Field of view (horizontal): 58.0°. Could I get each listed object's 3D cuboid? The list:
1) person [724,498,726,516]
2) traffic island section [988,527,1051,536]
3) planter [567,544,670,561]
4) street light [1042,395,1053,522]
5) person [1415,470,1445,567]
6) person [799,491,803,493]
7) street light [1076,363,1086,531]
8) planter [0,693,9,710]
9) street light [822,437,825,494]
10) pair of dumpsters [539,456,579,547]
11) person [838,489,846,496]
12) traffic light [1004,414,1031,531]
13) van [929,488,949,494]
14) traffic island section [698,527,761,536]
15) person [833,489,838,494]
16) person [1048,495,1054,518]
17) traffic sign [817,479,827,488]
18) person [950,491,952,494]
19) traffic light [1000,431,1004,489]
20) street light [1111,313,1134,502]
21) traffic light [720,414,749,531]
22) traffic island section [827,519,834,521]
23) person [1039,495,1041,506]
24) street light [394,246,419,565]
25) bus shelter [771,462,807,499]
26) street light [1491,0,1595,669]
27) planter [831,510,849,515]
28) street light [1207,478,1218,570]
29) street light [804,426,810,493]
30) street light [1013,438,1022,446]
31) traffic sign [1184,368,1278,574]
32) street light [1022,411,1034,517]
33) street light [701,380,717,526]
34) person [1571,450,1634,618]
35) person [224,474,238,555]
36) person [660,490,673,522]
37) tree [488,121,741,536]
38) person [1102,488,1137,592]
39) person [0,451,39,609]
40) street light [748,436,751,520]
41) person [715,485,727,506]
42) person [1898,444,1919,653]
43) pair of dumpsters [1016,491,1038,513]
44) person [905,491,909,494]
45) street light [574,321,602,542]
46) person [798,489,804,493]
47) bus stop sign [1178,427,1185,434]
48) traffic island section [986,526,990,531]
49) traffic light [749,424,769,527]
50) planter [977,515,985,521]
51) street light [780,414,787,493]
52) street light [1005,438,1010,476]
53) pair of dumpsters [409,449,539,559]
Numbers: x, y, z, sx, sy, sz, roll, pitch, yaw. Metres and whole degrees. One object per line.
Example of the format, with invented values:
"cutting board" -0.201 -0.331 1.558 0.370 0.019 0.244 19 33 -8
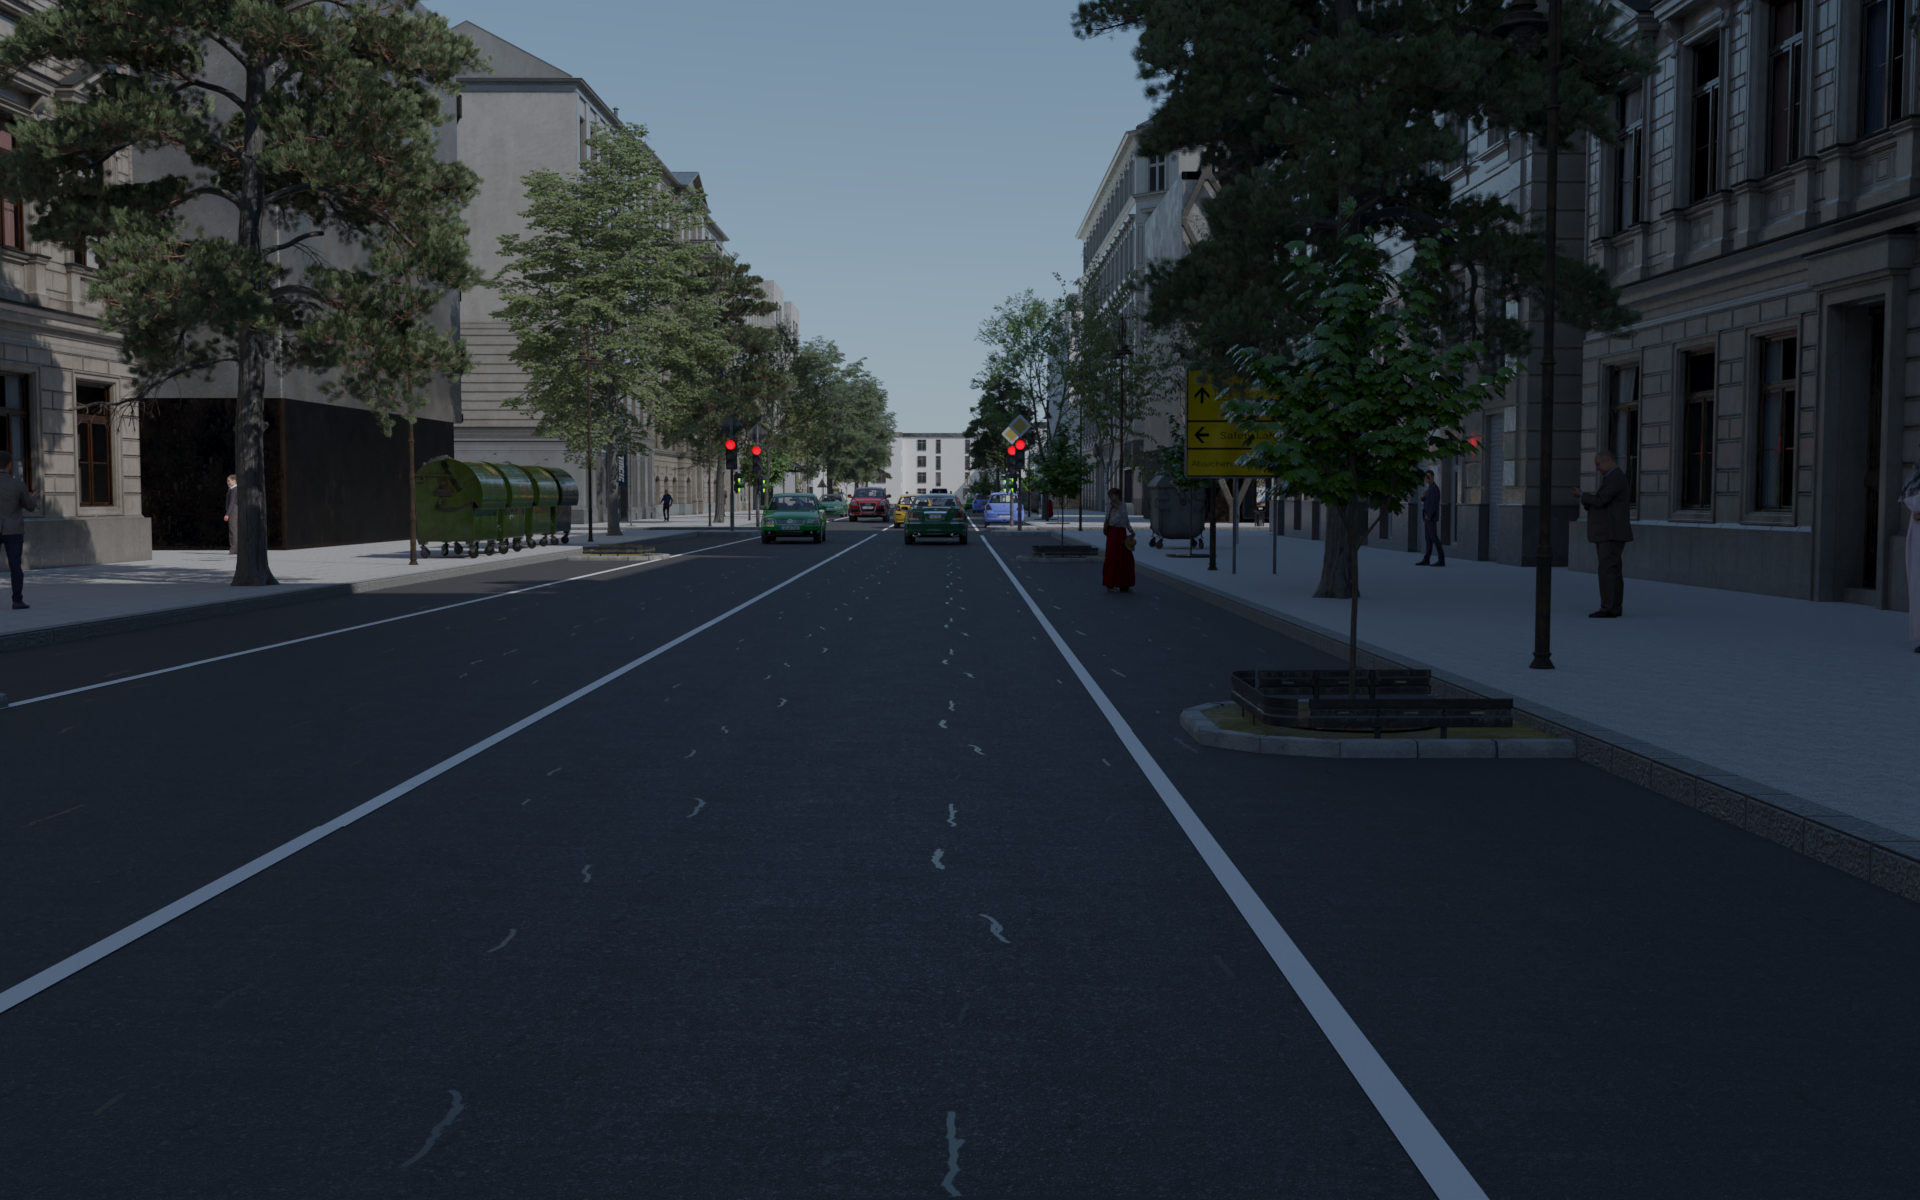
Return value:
"person" -13.702 -5.650 99.345 0.541 1.710 0.530 0 4 -1
"traffic island section" 2.099 -2.325 60.289 2.009 0.180 2.903 0 4 0
"planter" -7.492 -1.052 38.333 1.991 0.319 1.994 0 4 0
"street light" 4.079 -6.607 80.806 0.468 5.910 1.993 0 4 0
"person" 8.366 -1.456 30.775 0.530 1.710 0.541 1 4 16
"person" -6.908 -3.932 75.000 0.429 1.552 0.499 -1 4 -13
"street light" 4.173 -5.323 59.822 0.468 5.910 1.993 0 4 0
"planter" -7.362 0.614 11.104 1.991 0.319 1.994 0 4 0
"street light" -10.419 -9.742 132.064 0.468 5.910 1.993 0 4 0
"pair of dumpsters" -10.565 -2.445 42.462 1.574 2.255 4.436 0 3 0
"person" -12.371 -10.665 180.499 1.350 1.814 0.705 0 4 8
"traffic light" 2.058 -4.338 60.176 0.839 4.213 0.868 0 4 0
"van" -2.209 -11.068 185.338 2.240 2.365 5.245 0 4 -1
"traffic island section" -7.943 -2.322 60.242 2.009 0.180 2.903 0 4 0
"person" -13.476 -11.155 188.436 0.705 1.823 1.348 3 5 40
"person" 4.806 -5.177 93.159 0.387 1.526 0.523 2 4 33
"traffic sign" -11.436 -8.786 143.652 0.884 2.594 0.081 0 4 5
"person" -0.849 -8.612 150.092 1.217 1.735 0.721 -3 4 -37
"traffic light" 2.017 -4.827 68.161 0.839 4.213 0.868 0 4 0
"street light" 4.149 -4.382 44.436 0.468 5.910 1.993 0 4 0
"traffic light" -7.903 -4.334 60.109 0.839 4.213 0.868 0 4 0
"traffic island section" -7.791 -4.282 92.879 1.991 0.108 1.994 0 4 0
"person" 8.446 -10.886 184.108 1.350 1.814 0.705 -1 4 -9
"street light" -9.889 -3.570 31.162 0.468 5.910 1.993 0 4 0
"bus shelter" -10.810 -7.007 108.483 2.014 3.302 5.546 0 4 0
"street light" 4.285 -2.433 12.574 0.468 5.910 1.993 0 4 0
"planter" -7.924 -6.063 120.274 1.991 0.319 1.994 0 4 0
"street light" 4.259 -3.440 29.027 0.468 5.910 1.993 0 4 0
"street light" -10.205 -8.768 116.139 0.468 5.910 1.993 0 4 0
"street light" 3.856 -8.479 111.418 0.468 5.910 1.993 0 4 0
"traffic sign" 4.725 -2.068 27.690 2.265 3.308 0.079 0 4 3
"street light" 3.842 -7.543 96.112 0.468 5.910 1.993 0 4 0
"street light" -9.944 -5.866 68.693 0.468 5.910 1.993 0 4 0
"person" 6.721 -0.697 18.124 0.600 1.739 0.565 0 4 -6
"person" -15.554 -1.837 36.887 0.742 1.727 0.445 3 5 45
"person" -13.806 -4.420 81.001 0.574 1.496 0.600 3 5 44
"tree" -10.600 -8.239 52.843 7.486 12.596 7.792 0 3 0
"person" 2.315 -0.877 25.302 0.523 1.526 0.387 -2 4 -31
"person" -10.672 -0.783 19.377 0.617 1.759 0.750 -1 4 -16
"street light" -10.230 -6.802 83.998 0.468 5.910 1.993 0 4 0
"person" -11.639 -4.750 84.397 0.565 1.739 0.600 -1 4 -21
"person" 7.826 -0.439 13.890 0.551 1.740 0.621 1 4 19
"pair of dumpsters" 4.667 -7.097 118.530 1.574 2.255 4.436 0 4 0
"person" -3.008 -5.369 98.236 0.963 1.587 0.435 1 4 15
"street light" -9.949 -4.506 46.469 0.468 5.910 1.993 0 4 0
"person" -13.559 -8.684 148.833 0.445 1.727 0.742 2 4 27
"bus stop sign" 8.836 -4.829 67.962 0.837 3.901 0.837 3 4 37
"traffic island section" 2.057 -2.813 68.274 2.009 0.180 2.903 0 4 0
"traffic light" -7.944 -4.823 68.094 0.839 4.213 0.868 0 4 0
"planter" 1.921 -4.420 93.401 1.991 0.319 1.994 0 4 0
"street light" -10.202 -7.793 100.205 0.468 5.910 1.993 0 4 0
"street light" 3.764 -9.415 126.724 0.468 5.910 1.993 0 4 0
"pair of dumpsters" -10.194 -2.064 36.248 1.574 2.255 4.436 0 4 0
